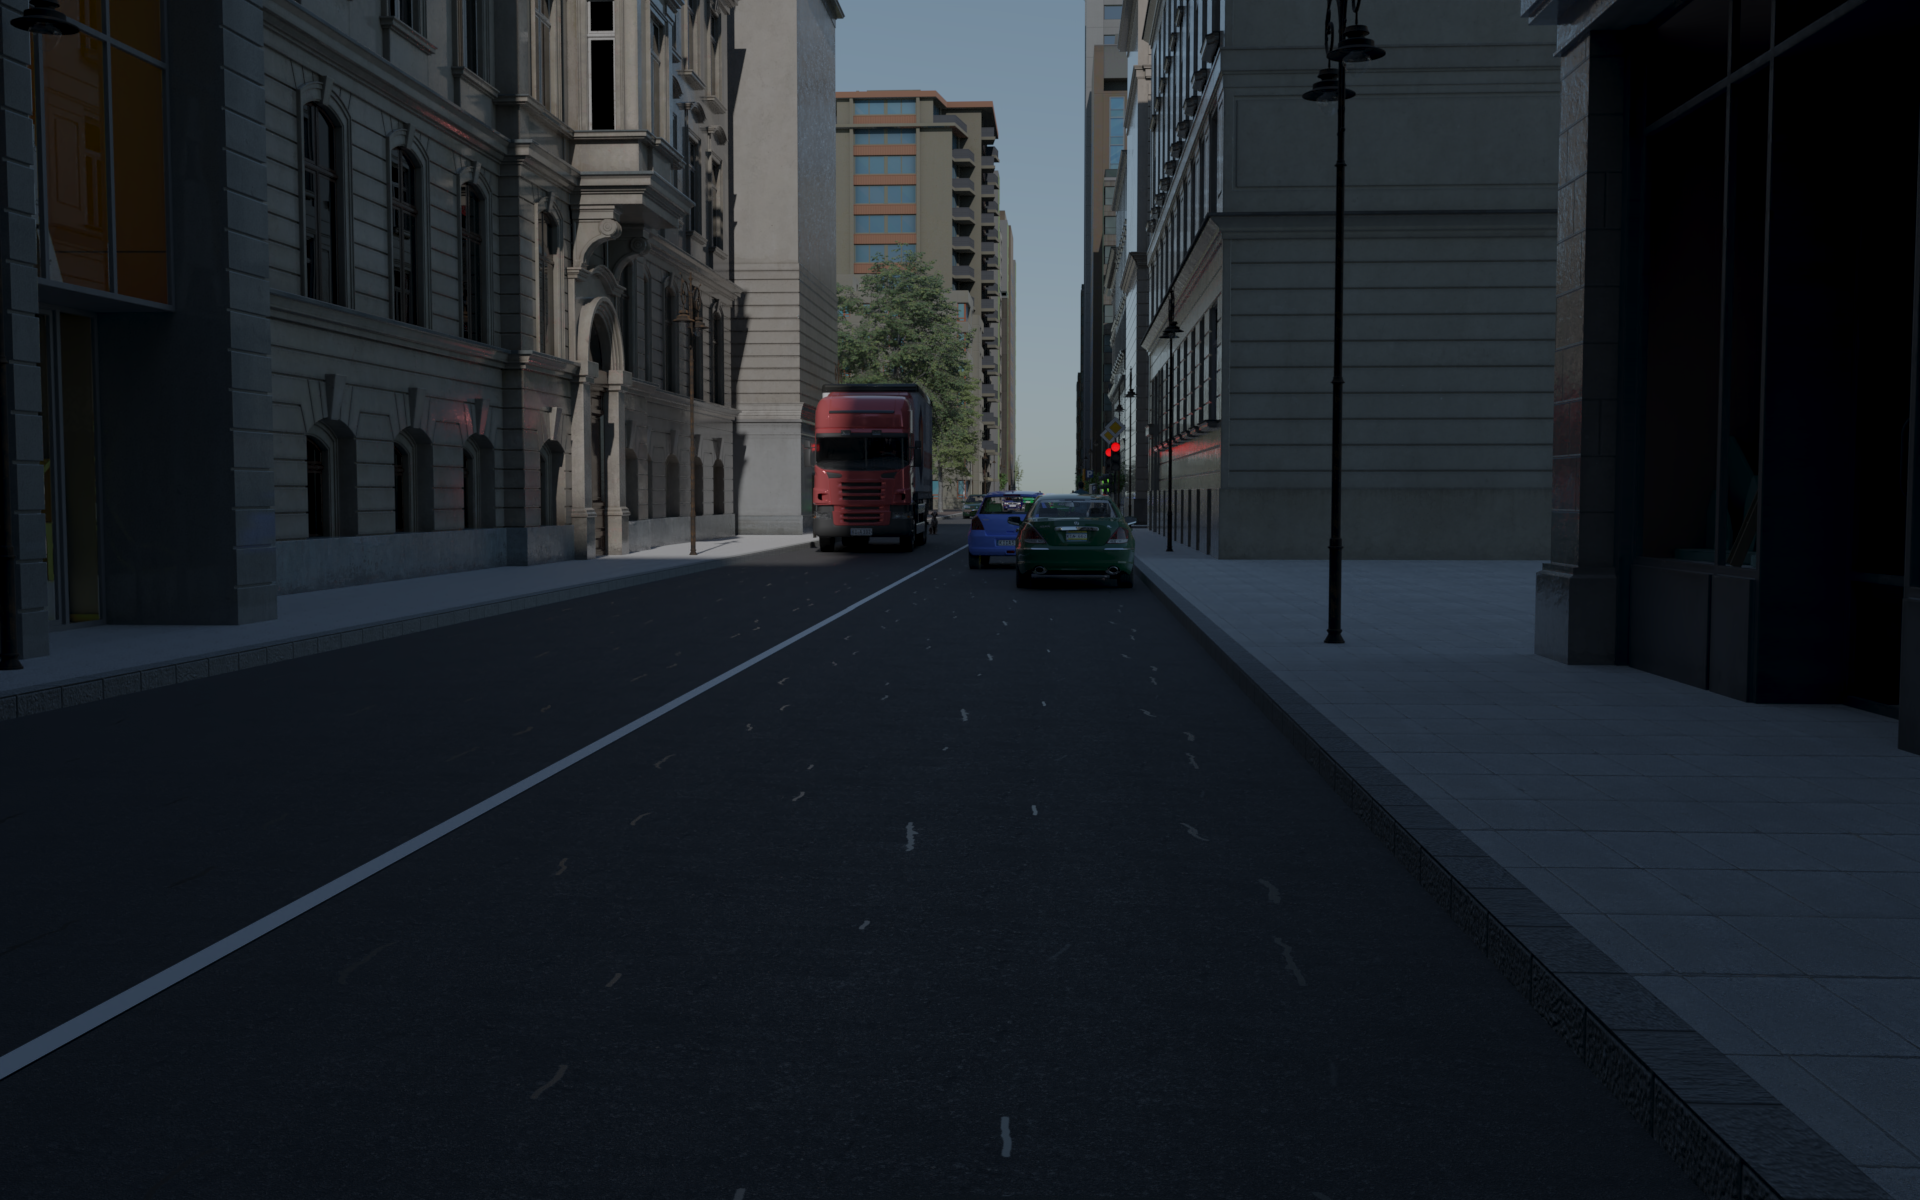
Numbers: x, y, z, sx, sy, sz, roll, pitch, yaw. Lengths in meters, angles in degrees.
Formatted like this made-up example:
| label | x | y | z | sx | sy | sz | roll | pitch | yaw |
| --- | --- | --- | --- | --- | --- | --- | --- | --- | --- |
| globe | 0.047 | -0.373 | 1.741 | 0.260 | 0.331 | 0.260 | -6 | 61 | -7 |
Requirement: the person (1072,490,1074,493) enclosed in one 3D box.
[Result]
| label | x | y | z | sx | sy | sz | roll | pitch | yaw |
| --- | --- | --- | --- | --- | --- | --- | --- | --- | --- |
| person | 9.468 | -8.454 | 147.167 | 0.683 | 1.767 | 0.568 | 0 | 4 | 4 |

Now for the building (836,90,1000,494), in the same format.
| label | x | y | z | sx | sy | sz | roll | pitch | yaw |
| --- | --- | --- | --- | --- | --- | --- | --- | --- | --- |
| building | -6.989 | -32.766 | 190.356 | 22.147 | 44.769 | 28.867 | 0 | 4 | 3 |

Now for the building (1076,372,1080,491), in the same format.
| label | x | y | z | sx | sy | sz | roll | pitch | yaw |
| --- | --- | --- | --- | --- | --- | --- | --- | --- | --- |
| building | 31.340 | -25.346 | 259.445 | 27.650 | 21.520 | 28.899 | 0 | 4 | 3 |

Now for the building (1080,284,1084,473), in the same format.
| label | x | y | z | sx | sy | sz | roll | pitch | yaw |
| --- | --- | --- | --- | --- | --- | --- | --- | --- | --- |
| building | 23.485 | -28.492 | 237.553 | 14.160 | 30.474 | 14.107 | 0 | 4 | 3 |

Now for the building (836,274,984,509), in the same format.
| label | x | y | z | sx | sy | sz | roll | pitch | yaw |
| --- | --- | --- | --- | --- | --- | --- | --- | --- | --- |
| building | -12.260 | -19.412 | 162.419 | 27.650 | 21.520 | 28.899 | 0 | 4 | 3 |

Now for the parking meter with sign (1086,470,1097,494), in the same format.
| label | x | y | z | sx | sy | sz | roll | pitch | yaw |
| --- | --- | --- | --- | --- | --- | --- | --- | --- | --- |
| parking meter with sign | 9.666 | -7.937 | 126.031 | 0.543 | 3.016 | 1.738 | -1 | 4 | -13 |

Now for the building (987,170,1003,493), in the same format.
| label | x | y | z | sx | sy | sz | roll | pitch | yaw |
| --- | --- | --- | --- | --- | --- | --- | --- | --- | --- |
| building | -2.387 | -32.384 | 213.070 | 14.154 | 41.232 | 14.086 | 0 | 4 | 3 |

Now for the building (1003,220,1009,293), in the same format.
| label | x | y | z | sx | sy | sz | roll | pitch | yaw |
| --- | --- | --- | --- | --- | --- | --- | --- | --- | --- |
| building | -0.210 | -34.742 | 251.618 | 14.154 | 41.232 | 14.086 | 0 | 4 | 3 |

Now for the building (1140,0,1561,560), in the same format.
| label | x | y | z | sx | sy | sz | roll | pitch | yaw |
| --- | --- | --- | --- | --- | --- | --- | --- | --- | --- |
| building | 13.136 | -13.065 | 46.896 | 16.112 | 22.955 | 30.059 | 0 | 4 | 3 |

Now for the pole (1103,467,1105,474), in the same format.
| label | x | y | z | sx | sy | sz | roll | pitch | yaw |
| --- | --- | --- | --- | --- | --- | --- | --- | --- | --- |
| pole | 10.640 | -8.220 | 128.245 | 0.158 | 3.312 | 0.155 | 0 | 3 | 0 |

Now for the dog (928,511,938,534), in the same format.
| label | x | y | z | sx | sy | sz | roll | pitch | yaw |
| --- | --- | --- | --- | --- | --- | --- | --- | --- | --- |
| dog | -0.860 | -2.742 | 61.662 | 0.513 | 0.831 | 0.800 | 2 | 4 | 28 |

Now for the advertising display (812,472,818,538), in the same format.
| label | x | y | z | sx | sy | sz | roll | pitch | yaw |
| --- | --- | --- | --- | --- | --- | --- | --- | --- | --- |
| advertising display | -4.274 | -2.803 | 51.043 | 0.123 | 1.923 | 0.974 | 0 | 4 | -1 |

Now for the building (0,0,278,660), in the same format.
| label | x | y | z | sx | sy | sz | roll | pitch | yaw |
| --- | --- | --- | --- | --- | --- | --- | --- | --- | --- |
| building | -13.235 | -13.761 | 2.494 | 11.434 | 29.767 | 29.804 | 0 | 4 | 3 |

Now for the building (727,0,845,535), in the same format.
| label | x | y | z | sx | sy | sz | roll | pitch | yaw |
| --- | --- | --- | --- | --- | --- | --- | --- | --- | --- |
| building | -13.547 | -12.814 | 58.663 | 18.267 | 20.994 | 9.793 | 0 | 4 | 3 |

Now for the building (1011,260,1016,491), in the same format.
| label | x | y | z | sx | sy | sz | roll | pitch | yaw |
| --- | --- | --- | --- | --- | --- | --- | --- | --- | --- |
| building | 2.316 | -37.354 | 294.324 | 14.154 | 41.232 | 14.086 | 0 | 4 | 3 |

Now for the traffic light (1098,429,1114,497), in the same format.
| label | x | y | z | sx | sy | sz | roll | pitch | yaw |
| --- | --- | --- | --- | --- | --- | --- | --- | --- | --- |
| traffic light | 6.095 | -5.017 | 70.950 | 0.839 | 4.253 | 0.868 | 0 | 4 | 3 |

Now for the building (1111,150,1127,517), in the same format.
| label | x | y | z | sx | sy | sz | roll | pitch | yaw |
| --- | --- | --- | --- | --- | --- | --- | --- | --- | --- |
| building | 13.496 | -15.102 | 96.070 | 9.793 | 20.994 | 18.267 | 0 | 4 | 3 |

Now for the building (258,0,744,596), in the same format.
| label | x | y | z | sx | sy | sz | roll | pitch | yaw |
| --- | --- | --- | --- | --- | --- | --- | --- | --- | --- |
| building | -12.926 | -13.199 | 34.890 | 14.460 | 24.649 | 34.723 | 0 | 4 | 3 |

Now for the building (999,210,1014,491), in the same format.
| label | x | y | z | sx | sy | sz | roll | pitch | yaw |
| --- | --- | --- | --- | --- | --- | --- | --- | --- | --- |
| building | 1.484 | -38.509 | 279.733 | 14.600 | 45.320 | 14.200 | 0 | 4 | 3 |

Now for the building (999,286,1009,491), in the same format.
| label | x | y | z | sx | sy | sz | roll | pitch | yaw |
| --- | --- | --- | --- | --- | --- | --- | --- | --- | --- |
| building | -0.607 | -28.481 | 237.370 | 14.160 | 30.474 | 14.107 | 0 | 4 | 3 |

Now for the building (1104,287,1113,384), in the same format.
| label | x | y | z | sx | sy | sz | roll | pitch | yaw |
| --- | --- | --- | --- | --- | --- | --- | --- | --- | --- |
| building | 17.237 | -18.265 | 134.791 | 11.583 | 22.565 | 21.152 | 0 | 4 | 3 |

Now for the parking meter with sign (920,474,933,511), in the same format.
| label | x | y | z | sx | sy | sz | roll | pitch | yaw |
| --- | --- | --- | --- | --- | --- | --- | --- | --- | --- |
| parking meter with sign | -2.947 | -8.335 | 132.538 | 1.738 | 3.016 | 0.543 | 0 | 3 | 0 |

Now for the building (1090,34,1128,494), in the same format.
| label | x | y | z | sx | sy | sz | roll | pitch | yaw |
| --- | --- | --- | --- | --- | --- | --- | --- | --- | --- |
| building | 19.872 | -31.804 | 170.108 | 14.600 | 45.320 | 14.200 | 0 | 4 | 3 |

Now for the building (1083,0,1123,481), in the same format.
| label | x | y | z | sx | sy | sz | roll | pitch | yaw |
| --- | --- | --- | --- | --- | --- | --- | --- | --- | --- |
| building | 24.248 | -39.753 | 191.953 | 21.231 | 58.520 | 28.212 | 0 | 4 | 3 |

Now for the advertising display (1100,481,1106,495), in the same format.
| label | x | y | z | sx | sy | sz | roll | pitch | yaw |
| --- | --- | --- | --- | --- | --- | --- | --- | --- | --- |
| advertising display | 6.685 | -4.644 | 81.150 | 0.123 | 1.923 | 0.974 | 0 | 4 | -4 |

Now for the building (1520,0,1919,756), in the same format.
| label | x | y | z | sx | sy | sz | roll | pitch | yaw |
| --- | --- | --- | --- | --- | --- | --- | --- | --- | --- |
| building | 8.953 | -9.832 | 11.662 | 10.553 | 20.767 | 40.483 | 0 | 4 | 3 |

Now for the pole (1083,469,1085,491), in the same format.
| label | x | y | z | sx | sy | sz | roll | pitch | yaw |
| --- | --- | --- | --- | --- | --- | --- | --- | --- | --- |
| pole | 10.012 | -8.938 | 139.986 | 0.158 | 3.312 | 0.155 | 0 | 3 | 0 |

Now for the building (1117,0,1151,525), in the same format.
| label | x | y | z | sx | sy | sz | roll | pitch | yaw |
| --- | --- | --- | --- | --- | --- | --- | --- | --- | --- |
| building | 19.610 | -17.028 | 75.668 | 25.104 | 27.353 | 12.463 | 0 | 4 | 3 |

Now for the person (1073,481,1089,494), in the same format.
| label | x | y | z | sx | sy | sz | roll | pitch | yaw |
| --- | --- | --- | --- | --- | --- | --- | --- | --- | --- |
| person | 3.661 | -2.702 | 52.699 | 0.660 | 1.820 | 0.620 | -1 | 4 | -18 |

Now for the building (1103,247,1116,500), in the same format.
| label | x | y | z | sx | sy | sz | roll | pitch | yaw |
| --- | --- | --- | --- | --- | --- | --- | --- | --- | --- |
| building | 14.987 | -15.302 | 114.813 | 10.561 | 19.102 | 19.286 | 0 | 4 | 3 |

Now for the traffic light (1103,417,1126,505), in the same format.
| label | x | y | z | sx | sy | sz | roll | pitch | yaw |
| --- | --- | --- | --- | --- | --- | --- | --- | --- | --- |
| traffic light | 5.624 | -4.530 | 62.979 | 0.839 | 4.253 | 0.868 | 0 | 4 | 3 |

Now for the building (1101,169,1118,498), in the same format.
| label | x | y | z | sx | sy | sz | roll | pitch | yaw |
| --- | --- | --- | --- | --- | --- | --- | --- | --- | --- |
| building | 19.803 | -23.510 | 156.095 | 14.160 | 30.474 | 14.107 | 0 | 4 | 3 |
